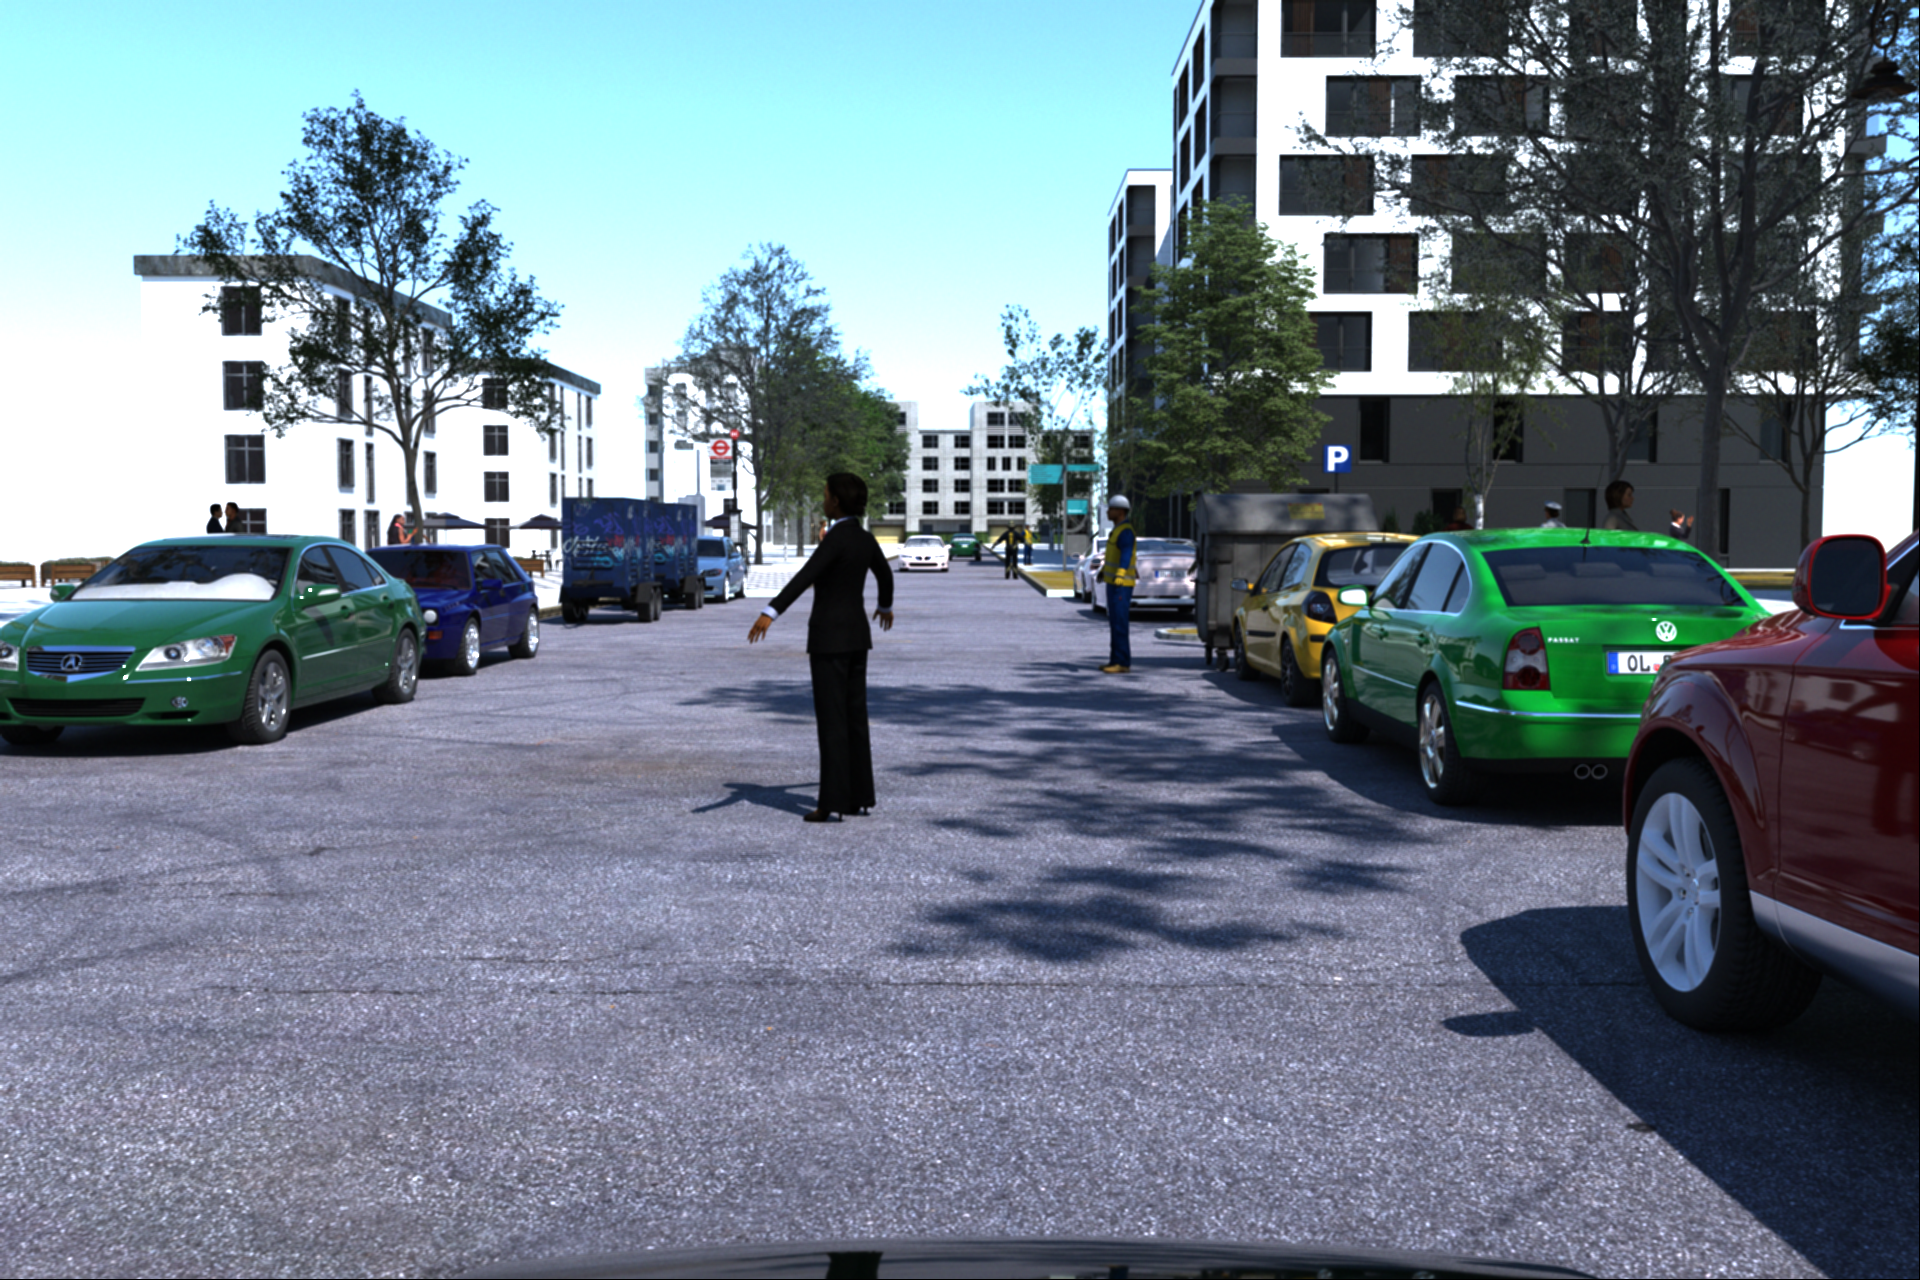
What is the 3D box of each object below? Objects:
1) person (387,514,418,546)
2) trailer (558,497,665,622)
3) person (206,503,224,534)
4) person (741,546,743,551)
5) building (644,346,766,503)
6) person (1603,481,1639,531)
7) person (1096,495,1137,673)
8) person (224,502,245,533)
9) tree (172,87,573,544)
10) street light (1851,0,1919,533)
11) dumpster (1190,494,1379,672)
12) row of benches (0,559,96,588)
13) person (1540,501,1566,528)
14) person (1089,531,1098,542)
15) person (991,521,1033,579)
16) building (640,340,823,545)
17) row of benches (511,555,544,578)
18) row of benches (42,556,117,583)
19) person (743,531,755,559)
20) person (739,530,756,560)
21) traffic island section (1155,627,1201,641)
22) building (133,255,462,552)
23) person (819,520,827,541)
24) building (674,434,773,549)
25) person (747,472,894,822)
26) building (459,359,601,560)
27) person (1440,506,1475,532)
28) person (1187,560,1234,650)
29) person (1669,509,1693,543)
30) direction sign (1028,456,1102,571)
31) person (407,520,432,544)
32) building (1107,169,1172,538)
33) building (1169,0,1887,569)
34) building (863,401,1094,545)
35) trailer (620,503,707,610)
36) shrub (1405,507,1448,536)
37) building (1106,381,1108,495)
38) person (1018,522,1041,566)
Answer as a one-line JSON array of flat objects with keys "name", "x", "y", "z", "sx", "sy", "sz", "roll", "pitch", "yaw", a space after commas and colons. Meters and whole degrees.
[{"name": "person", "x": -10.146, "y": -1.471, "z": 31.568, "sx": 0.593, "sy": 1.643, "sz": 0.415, "roll": 0, "pitch": 4, "yaw": -5}, {"name": "trailer", "x": -5.696, "y": -1.259, "z": 27.636, "sx": 1.471, "sy": 1.999, "sz": 3.904, "roll": 0, "pitch": 3, "yaw": 0}, {"name": "person", "x": -13.112, "y": -1.503, "z": 30.630, "sx": 0.704, "sy": 1.823, "sz": 1.345, "roll": -2, "pitch": 4, "yaw": -29}, {"name": "person", "x": -6.727, "y": -2.540, "z": 50.802, "sx": 0.599, "sy": 1.433, "sz": 0.991, "roll": 3, "pitch": 5, "yaw": 43}, {"name": "building", "x": -25.712, "y": -19.487, "z": 175.026, "sx": 16.016, "sy": 20.090, "sz": 11.380, "roll": 0, "pitch": 4, "yaw": 1}, {"name": "person", "x": 5.740, "y": -0.496, "z": 14.867, "sx": 0.721, "sy": 1.744, "sz": 1.215, "roll": 2, "pitch": 4, "yaw": 34}, {"name": "person", "x": 1.617, "y": -0.583, "z": 17.965, "sx": 0.705, "sy": 1.833, "sz": 1.349, "roll": 0, "pitch": 4, "yaw": -3}, {"name": "person", "x": -12.081, "y": -1.386, "z": 28.726, "sx": 0.705, "sy": 1.821, "sz": 1.348, "roll": -3, "pitch": 5, "yaw": -41}, {"name": "tree", "x": -11.714, "y": -6.254, "z": 36.667, "sx": 7.601, "sy": 10.594, "sz": 8.767, "roll": 1, "pitch": 4, "yaw": 21}, {"name": "street light", "x": 7.386, "y": -2.475, "z": 13.246, "sx": 0.468, "sy": 5.910, "sz": 1.993, "roll": 0, "pitch": 4, "yaw": 0}, {"name": "dumpster", "x": 3.439, "y": -0.628, "z": 18.489, "sx": 1.865, "sy": 1.857, "sz": 1.264, "roll": 0, "pitch": 4, "yaw": 1}, {"name": "row of benches", "x": -22.668, "y": -1.583, "z": 41.349, "sx": 1.422, "sy": 0.672, "sz": 4.104, "roll": 3, "pitch": 4, "yaw": 39}, {"name": "person", "x": 8.773, "y": -1.189, "z": 25.896, "sx": 1.216, "sy": 1.778, "sz": 0.721, "roll": -1, "pitch": 4, "yaw": -21}, {"name": "person", "x": 6.207, "y": -4.178, "z": 74.531, "sx": 1.346, "sy": 1.802, "sz": 0.704, "roll": 0, "pitch": 4, "yaw": 7}, {"name": "person", "x": 1.639, "y": -2.862, "z": 55.036, "sx": 1.354, "sy": 1.856, "sz": 0.705, "roll": 0, "pitch": 4, "yaw": 8}, {"name": "building", "x": -26.029, "y": -22.746, "z": 202.829, "sx": 19.493, "sy": 23.208, "sz": 18.063, "roll": 0, "pitch": 4, "yaw": 0}, {"name": "row of benches", "x": -13.772, "y": -2.093, "z": 49.682, "sx": 1.422, "sy": 0.672, "sz": 4.104, "roll": 3, "pitch": 4, "yaw": 38}, {"name": "row of benches", "x": -24.012, "y": -1.965, "z": 47.593, "sx": 1.422, "sy": 0.672, "sz": 4.104, "roll": 0, "pitch": 4, "yaw": -5}, {"name": "person", "x": -9.756, "y": -4.420, "z": 78.209, "sx": 1.347, "sy": 1.837, "sz": 0.705, "roll": 1, "pitch": 4, "yaw": 20}, {"name": "person", "x": -9.350, "y": -4.213, "z": 75.066, "sx": 1.347, "sy": 1.806, "sz": 0.705, "roll": 1, "pitch": 4, "yaw": 9}, {"name": "traffic island section", "x": 3.736, "y": -0.073, "z": 24.055, "sx": 1.991, "sy": 0.108, "sz": 1.994, "roll": 0, "pitch": 4, "yaw": 1}, {"name": "building", "x": -23.885, "y": -7.591, "z": 66.255, "sx": 9.099, "sy": 9.664, "sz": 28.070, "roll": 0, "pitch": 4, "yaw": 0}, {"name": "person", "x": -4.303, "y": -2.999, "z": 55.831, "sx": 0.721, "sy": 1.733, "sz": 1.217, "roll": 1, "pitch": 4, "yaw": 10}, {"name": "building", "x": -21.601, "y": -13.245, "z": 158.704, "sx": 9.099, "sy": 9.664, "sz": 28.070, "roll": 0, "pitch": 4, "yaw": 0}, {"name": "person", "x": -0.661, "y": 0.028, "z": 8.728, "sx": 0.721, "sy": 1.740, "sz": 1.216, "roll": 2, "pitch": 4, "yaw": 29}, {"name": "building", "x": -24.593, "y": -9.464, "z": 96.885, "sx": 9.099, "sy": 9.664, "sz": 28.070, "roll": 0, "pitch": 3, "yaw": 0}, {"name": "person", "x": 8.042, "y": -1.298, "z": 28.025, "sx": 1.215, "sy": 1.729, "sz": 0.721, "roll": 0, "pitch": 4, "yaw": 5}, {"name": "person", "x": 3.304, "y": -0.794, "z": 21.585, "sx": 0.704, "sy": 1.812, "sz": 1.346, "roll": -2, "pitch": 4, "yaw": -27}, {"name": "person", "x": 12.855, "y": -1.463, "z": 30.769, "sx": 0.445, "sy": 1.727, "sz": 0.742, "roll": -1, "pitch": 4, "yaw": -17}, {"name": "direction sign", "x": 3.586, "y": -4.284, "z": 58.802, "sx": 2.525, "sy": 3.948, "sz": 1.411, "roll": 0, "pitch": 4, "yaw": 0}, {"name": "person", "x": -18.355, "y": -3.211, "z": 58.623, "sx": 0.704, "sy": 1.817, "sz": 1.347, "roll": 1, "pitch": 4, "yaw": 19}, {"name": "building", "x": 23.414, "y": -16.483, "z": 113.465, "sx": 27.936, "sy": 21.610, "sz": 32.646, "roll": 0, "pitch": 4, "yaw": 0}, {"name": "building", "x": 23.360, "y": -14.403, "z": 79.467, "sx": 27.936, "sy": 21.610, "sz": 32.646, "roll": 0, "pitch": 4, "yaw": 1}, {"name": "building", "x": 1.591, "y": -22.463, "z": 236.185, "sx": 31.486, "sy": 18.905, "sz": 16.747, "roll": 0, "pitch": 4, "yaw": -2}, {"name": "trailer", "x": -5.694, "y": -1.551, "z": 32.408, "sx": 1.471, "sy": 1.999, "sz": 3.904, "roll": 0, "pitch": 4, "yaw": 0}, {"name": "shrub", "x": 12.872, "y": -2.652, "z": 47.784, "sx": 1.690, "sy": 2.028, "sz": 1.600, "roll": 0, "pitch": 3, "yaw": 0}, {"name": "building", "x": 24.026, "y": -20.423, "z": 164.843, "sx": 19.493, "sy": 23.208, "sz": 18.063, "roll": 0, "pitch": 4, "yaw": 1}, {"name": "person", "x": 2.810, "y": -3.914, "z": 70.458, "sx": 1.216, "sy": 1.772, "sz": 0.721, "roll": -3, "pitch": 5, "yaw": -41}]
